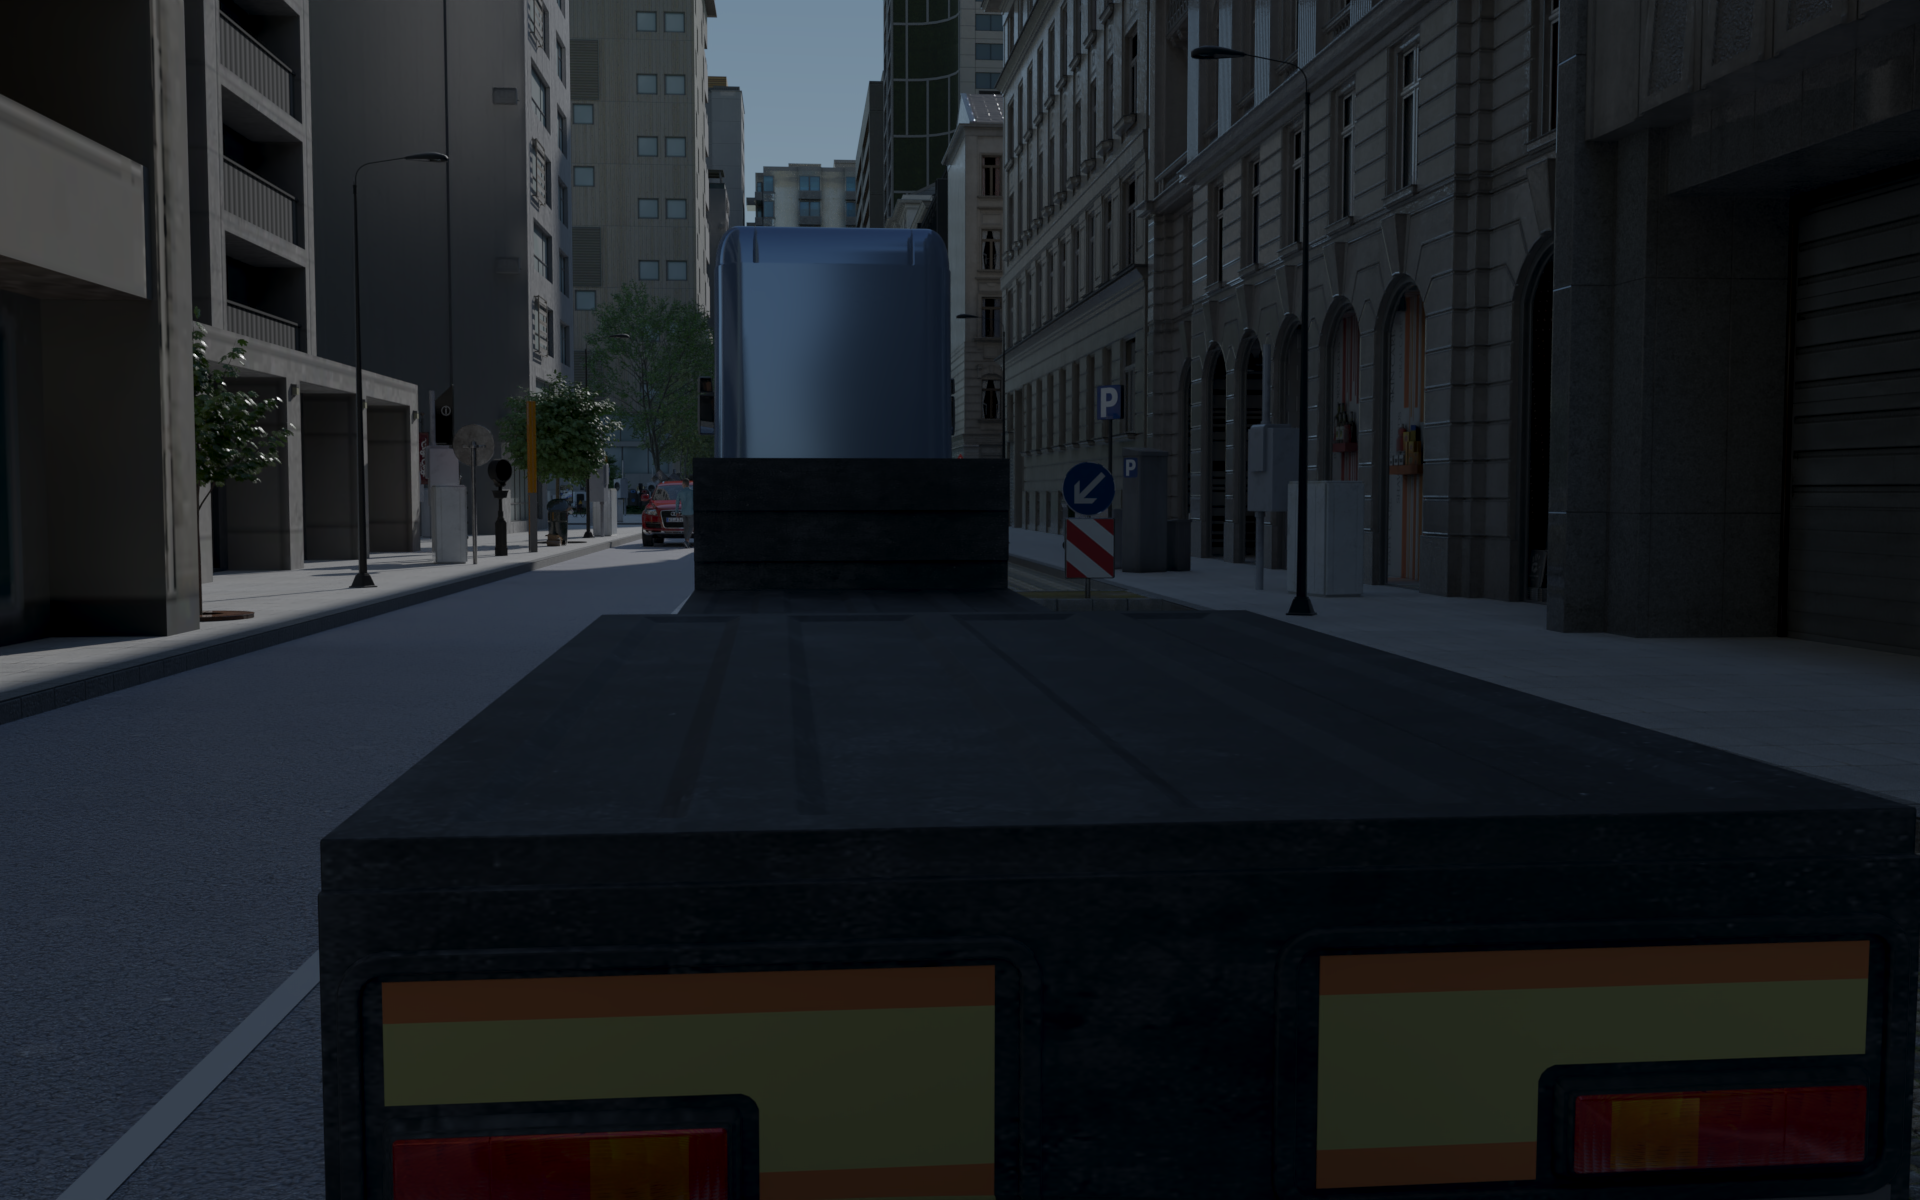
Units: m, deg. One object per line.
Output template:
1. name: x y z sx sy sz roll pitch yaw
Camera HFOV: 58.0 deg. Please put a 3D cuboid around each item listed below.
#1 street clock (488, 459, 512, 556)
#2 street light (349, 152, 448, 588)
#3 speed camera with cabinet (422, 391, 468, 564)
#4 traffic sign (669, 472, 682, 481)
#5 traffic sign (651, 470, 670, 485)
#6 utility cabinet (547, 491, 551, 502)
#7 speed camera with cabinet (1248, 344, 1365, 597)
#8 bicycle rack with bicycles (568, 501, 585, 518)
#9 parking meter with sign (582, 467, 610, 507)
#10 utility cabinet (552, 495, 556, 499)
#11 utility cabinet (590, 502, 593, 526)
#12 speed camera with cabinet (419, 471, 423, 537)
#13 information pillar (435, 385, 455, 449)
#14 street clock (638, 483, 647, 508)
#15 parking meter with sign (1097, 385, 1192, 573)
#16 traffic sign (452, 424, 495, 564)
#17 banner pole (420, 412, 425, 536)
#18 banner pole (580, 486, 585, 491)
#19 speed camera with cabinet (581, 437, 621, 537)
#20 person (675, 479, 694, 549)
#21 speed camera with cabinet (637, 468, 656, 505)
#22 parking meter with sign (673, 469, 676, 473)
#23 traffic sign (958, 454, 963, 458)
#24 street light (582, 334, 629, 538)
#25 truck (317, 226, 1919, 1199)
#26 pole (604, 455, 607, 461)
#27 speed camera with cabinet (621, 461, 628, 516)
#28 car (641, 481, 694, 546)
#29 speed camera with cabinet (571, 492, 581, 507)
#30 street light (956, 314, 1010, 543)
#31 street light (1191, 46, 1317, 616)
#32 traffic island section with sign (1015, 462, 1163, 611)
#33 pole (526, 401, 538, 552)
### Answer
1. street clock: -9.505 -1.912 35.831 0.358 2.002 0.471 2 4 33
2. street light: -7.662 -3.127 23.668 1.470 5.913 1.316 0 4 -5
3. speed camera with cabinet: -9.675 -2.342 32.622 0.660 3.252 2.038 -1 4 -21
4. traffic sign: -12.985 -4.590 78.695 0.795 2.450 0.064 0 4 -5
5. traffic sign: -12.233 -4.104 70.746 0.795 2.450 0.064 0 4 -5
6. utility cabinet: -30.616 -7.251 127.233 1.173 1.500 0.318 1 4 10
7. speed camera with cabinet: 4.456 -1.716 22.386 0.660 3.252 2.038 -1 4 -19
8. bicycle rack with bicycles: -22.157 -5.003 95.176 2.852 0.926 2.925 -2 4 -32
9. parking meter with sign: -23.718 -7.127 112.782 1.738 3.016 0.543 0 4 3
10. utility cabinet: -29.018 -7.002 125.643 1.020 1.237 0.306 0 4 7
11. utility cabinet: -14.696 -3.587 69.813 0.306 1.237 1.020 -2 4 -25
12. speed camera with cabinet: -15.665 -3.453 50.797 0.660 3.252 2.038 2 4 28
13. information pillar: -11.080 -2.806 37.225 0.504 3.616 0.183 0 4 5
14. street clock: -21.208 -6.756 115.038 0.358 2.002 0.471 0 4 1
15. parking meter with sign: 3.056 -1.963 28.348 1.738 3.016 0.543 -3 4 -39
16. traffic sign: -8.849 -1.922 31.529 0.768 2.556 0.104 0 4 -1
17. banner pole: -16.534 -3.829 52.622 0.863 3.779 0.401 -2 4 -35
18. banner pole: -30.463 -9.179 140.090 0.401 3.779 0.863 2 4 28
19. speed camera with cabinet: -10.850 -3.548 52.353 0.660 3.252 2.038 0 4 -1
20. person: -7.238 -2.286 45.739 0.638 1.841 0.748 1 4 18
21. speed camera with cabinet: -24.176 -8.439 132.315 2.038 3.252 0.660 0 4 5
22. parking meter with sign: -19.099 -7.625 120.925 1.738 3.016 0.543 0 4 -1
23. traffic sign: 0.013 -3.427 56.029 0.884 2.594 0.081 0 4 -2
24. street light: -10.287 -4.757 50.322 1.470 5.913 1.316 0 4 -5
25. truck: -0.674 -1.347 11.787 2.967 4.110 18.799 0 4 -6
26. pole: -18.707 -5.967 91.407 0.158 3.312 0.155 0 3 0
27. speed camera with cabinet: -20.450 -6.612 102.436 2.038 3.252 0.660 3 5 45
28. car: -7.821 -2.474 49.116 2.281 1.827 5.304 0 4 -5
29. speed camera with cabinet: -27.493 -8.120 127.091 2.038 3.252 0.660 -3 5 -41
30. street light: 0.596 -4.422 44.840 1.470 5.913 1.316 0 4 -5
31. street light: 3.087 -2.791 18.173 1.470 5.913 1.316 0 4 -5
32. traffic island section with sign: 1.399 -0.812 21.912 1.989 1.847 2.006 0 4 -5
33. pole: -9.400 -2.703 38.040 0.158 3.312 0.155 0 3 0
